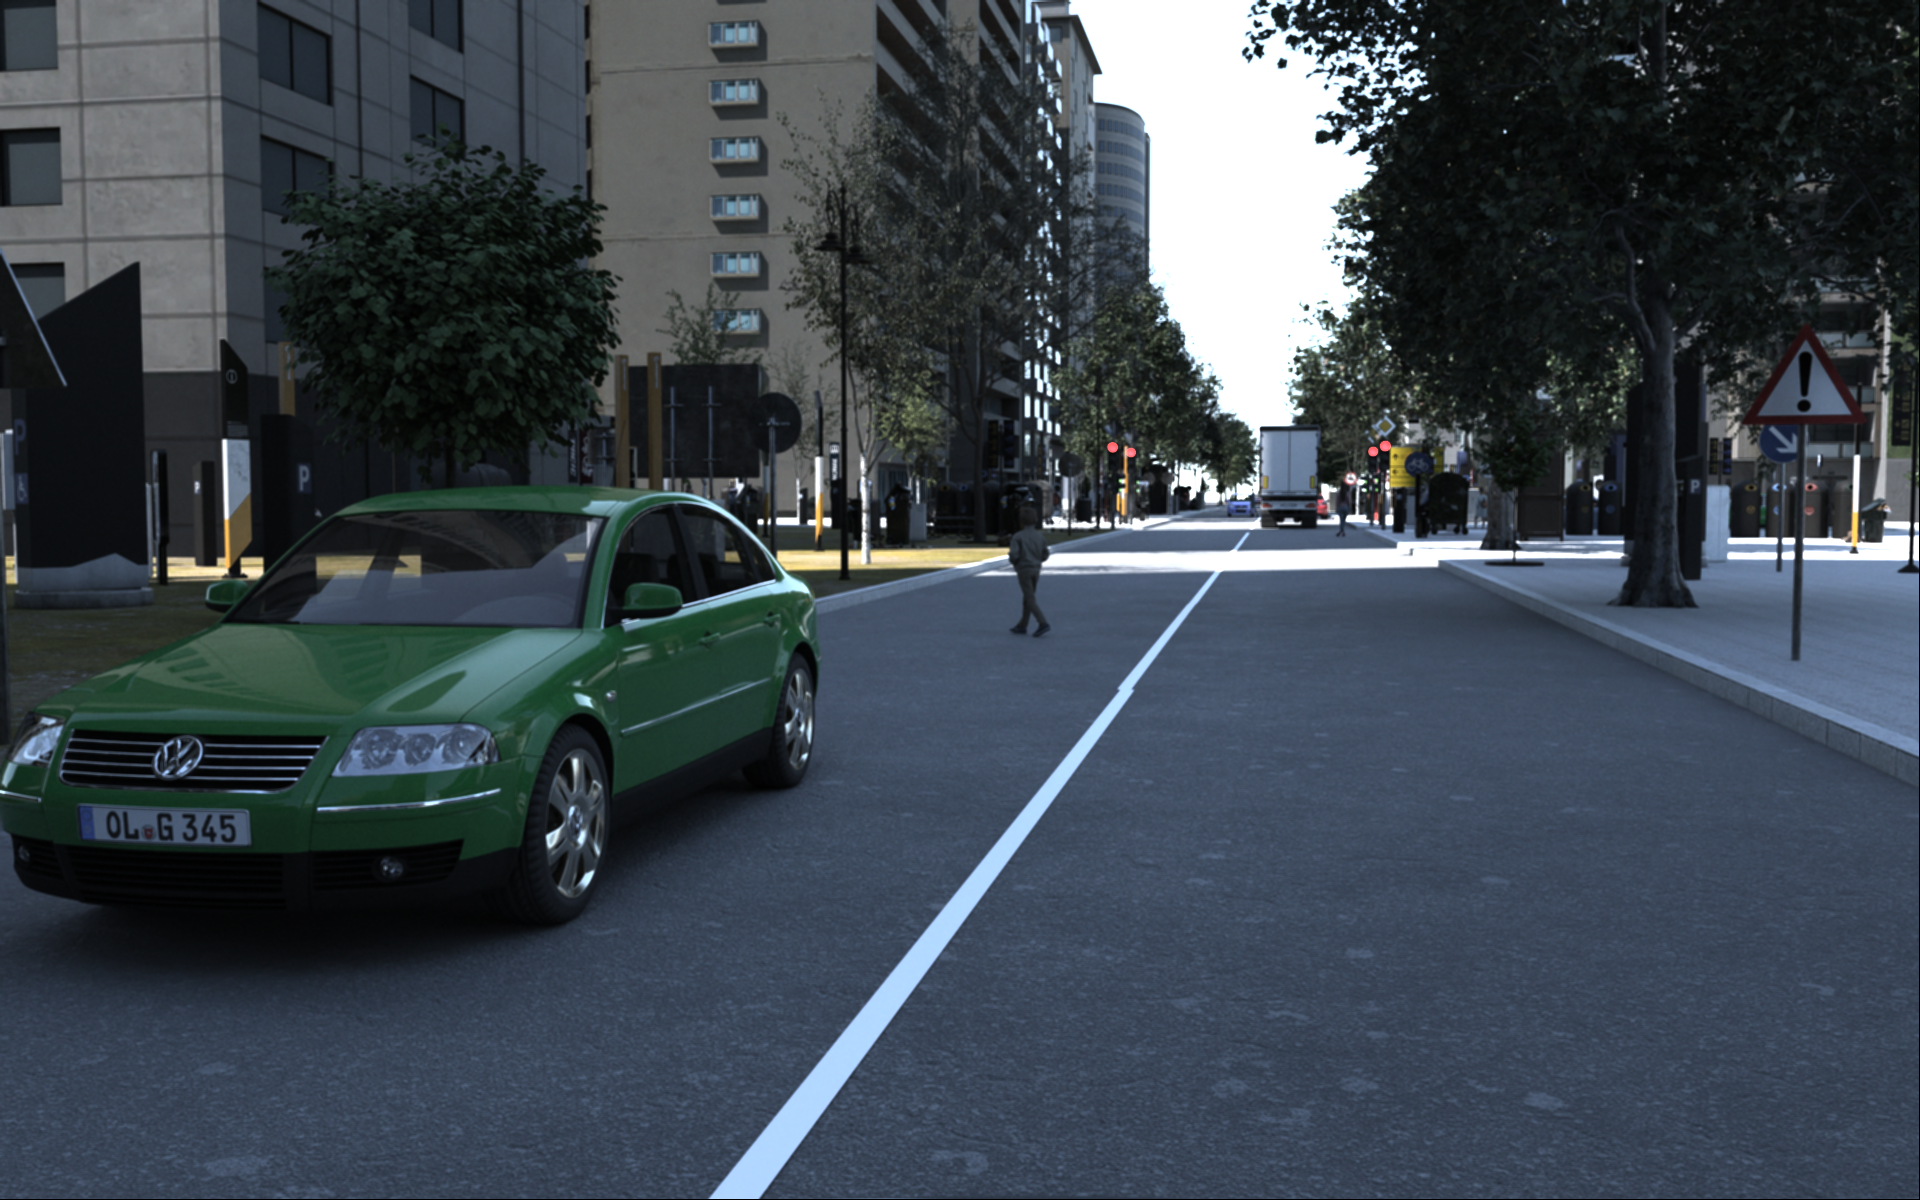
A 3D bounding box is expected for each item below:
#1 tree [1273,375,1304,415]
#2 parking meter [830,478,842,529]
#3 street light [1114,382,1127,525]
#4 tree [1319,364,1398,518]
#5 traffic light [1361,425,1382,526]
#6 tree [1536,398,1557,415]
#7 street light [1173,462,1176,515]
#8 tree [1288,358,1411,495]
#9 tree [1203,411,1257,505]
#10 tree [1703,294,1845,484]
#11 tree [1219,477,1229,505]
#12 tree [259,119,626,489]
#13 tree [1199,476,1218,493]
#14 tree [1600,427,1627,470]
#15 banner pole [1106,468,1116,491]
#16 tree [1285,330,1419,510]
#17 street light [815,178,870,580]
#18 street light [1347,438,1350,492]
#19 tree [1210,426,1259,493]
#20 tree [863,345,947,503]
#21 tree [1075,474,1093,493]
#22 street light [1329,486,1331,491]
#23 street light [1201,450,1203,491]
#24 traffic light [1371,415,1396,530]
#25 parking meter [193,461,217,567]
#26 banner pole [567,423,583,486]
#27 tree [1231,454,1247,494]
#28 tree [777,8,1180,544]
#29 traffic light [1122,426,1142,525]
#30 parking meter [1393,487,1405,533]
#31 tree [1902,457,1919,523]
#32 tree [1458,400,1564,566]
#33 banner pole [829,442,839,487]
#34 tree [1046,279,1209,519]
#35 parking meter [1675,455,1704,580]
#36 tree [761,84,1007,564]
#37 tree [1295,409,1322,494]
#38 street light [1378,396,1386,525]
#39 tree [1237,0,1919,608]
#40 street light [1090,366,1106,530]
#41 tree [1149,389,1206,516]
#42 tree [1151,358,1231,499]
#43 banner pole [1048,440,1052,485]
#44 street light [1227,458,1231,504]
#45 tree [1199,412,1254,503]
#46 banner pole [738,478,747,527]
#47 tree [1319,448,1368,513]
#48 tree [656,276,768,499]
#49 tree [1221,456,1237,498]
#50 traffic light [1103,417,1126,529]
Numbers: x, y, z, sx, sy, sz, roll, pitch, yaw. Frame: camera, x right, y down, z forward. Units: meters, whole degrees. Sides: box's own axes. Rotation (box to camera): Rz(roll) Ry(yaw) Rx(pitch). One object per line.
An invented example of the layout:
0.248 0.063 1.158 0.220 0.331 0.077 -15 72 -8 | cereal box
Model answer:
51.952 -24.161 250.918 12.611 20.169 13.585 0 3 0 | tree
-4.536 -3.535 63.508 0.399 1.863 0.255 1 4 17 | parking meter
6.637 -6.038 71.509 0.468 5.910 1.993 1 4 10 | street light
21.244 -8.680 92.286 4.360 8.622 3.978 0 3 0 | tree
16.524 -4.926 69.463 0.839 4.253 0.868 1 4 10 | traffic light
23.176 -7.391 71.205 4.360 8.622 3.978 0 3 0 | tree
13.429 -8.283 108.222 0.468 5.910 1.993 1 4 10 | street light
25.045 -10.851 111.831 8.767 10.594 7.601 1 4 10 | tree
31.675 -17.320 208.942 9.928 11.665 9.643 0 3 0 | tree
25.481 -6.381 54.698 4.360 8.622 3.978 0 3 0 | tree
29.470 -12.331 196.208 1.663 3.219 1.824 0 3 0 | tree
-4.477 -1.939 15.413 4.285 4.588 4.351 0 3 0 | tree
23.759 -10.680 169.219 1.663 3.219 1.824 0 3 0 | tree
28.528 -5.411 72.191 4.285 4.588 4.351 0 3 0 | tree
12.348 -9.443 144.408 0.401 3.779 0.863 3 5 42 | banner pole
28.883 -13.503 127.435 9.857 13.997 8.962 0 3 0 | tree
-1.728 -3.240 25.768 0.468 5.910 1.993 1 4 10 | street light
23.945 -8.206 106.952 0.468 5.910 1.993 1 4 10 | street light
46.228 -23.483 290.593 9.857 13.997 8.962 0 3 0 | tree
-2.502 -8.230 84.924 4.737 8.622 4.395 0 3 0 | tree
9.729 -8.654 136.102 1.663 3.219 1.824 0 3 0 | tree
30.998 -10.556 145.386 0.468 5.910 1.993 1 4 10 | street light
20.684 -10.701 147.747 0.468 5.910 1.993 1 4 10 | street light
15.078 -4.446 61.610 0.839 4.253 0.868 1 4 10 | traffic light
-13.399 -1.530 30.726 0.399 1.863 0.255 3 5 43 | parking meter
-10.417 -3.488 47.050 0.401 3.779 0.863 1 4 22 | banner pole
44.470 -20.247 281.405 4.360 8.622 3.978 0 3 0 | tree
0.370 -8.222 44.798 12.009 13.543 11.850 0 3 0 | tree
7.068 -5.031 71.181 0.839 4.253 0.868 1 4 10 | traffic light
14.587 -3.006 57.564 0.372 1.533 0.369 0 3 0 | parking meter
42.662 -4.987 76.135 1.663 3.219 1.824 0 3 0 | tree
10.046 -2.230 31.054 1.663 3.219 1.824 0 3 0 | tree
-5.178 -5.109 73.545 0.863 3.779 0.401 2 4 24 | banner pole
9.270 -10.649 91.116 9.611 12.733 9.660 0 3 0 | tree
10.867 -1.234 25.885 0.399 1.863 0.255 -1 4 -22 | parking meter
-1.584 -4.956 31.396 4.360 8.622 3.978 0 3 0 | tree
40.806 -16.537 196.129 9.928 11.665 9.643 0 3 0 | tree
17.299 -6.015 71.133 0.468 5.910 1.993 1 4 10 | street light
8.027 -6.282 19.724 9.611 12.733 9.660 0 3 0 | tree
4.996 -5.490 62.543 0.468 5.910 1.993 1 4 10 | street light
12.593 -9.368 103.523 4.360 8.622 3.978 0 3 0 | tree
14.679 -11.259 118.501 7.601 10.594 8.767 1 4 17 | tree
4.178 -5.532 80.472 0.401 3.779 0.863 -1 4 -9 | banner pole
35.583 -15.646 228.592 0.468 5.910 1.993 1 4 10 | street light
36.885 -19.743 240.931 7.486 12.596 7.792 0 3 0 | tree
-6.103 -3.587 48.664 0.401 3.779 0.863 -2 4 -25 | banner pole
26.261 -8.274 118.998 4.285 4.588 4.351 0 3 0 | tree
-8.699 -6.685 59.661 4.737 8.622 4.395 0 3 0 | tree
42.550 -19.755 273.352 4.737 8.622 4.395 0 3 0 | tree
5.622 -4.551 63.328 0.839 4.253 0.868 1 4 10 | traffic light
